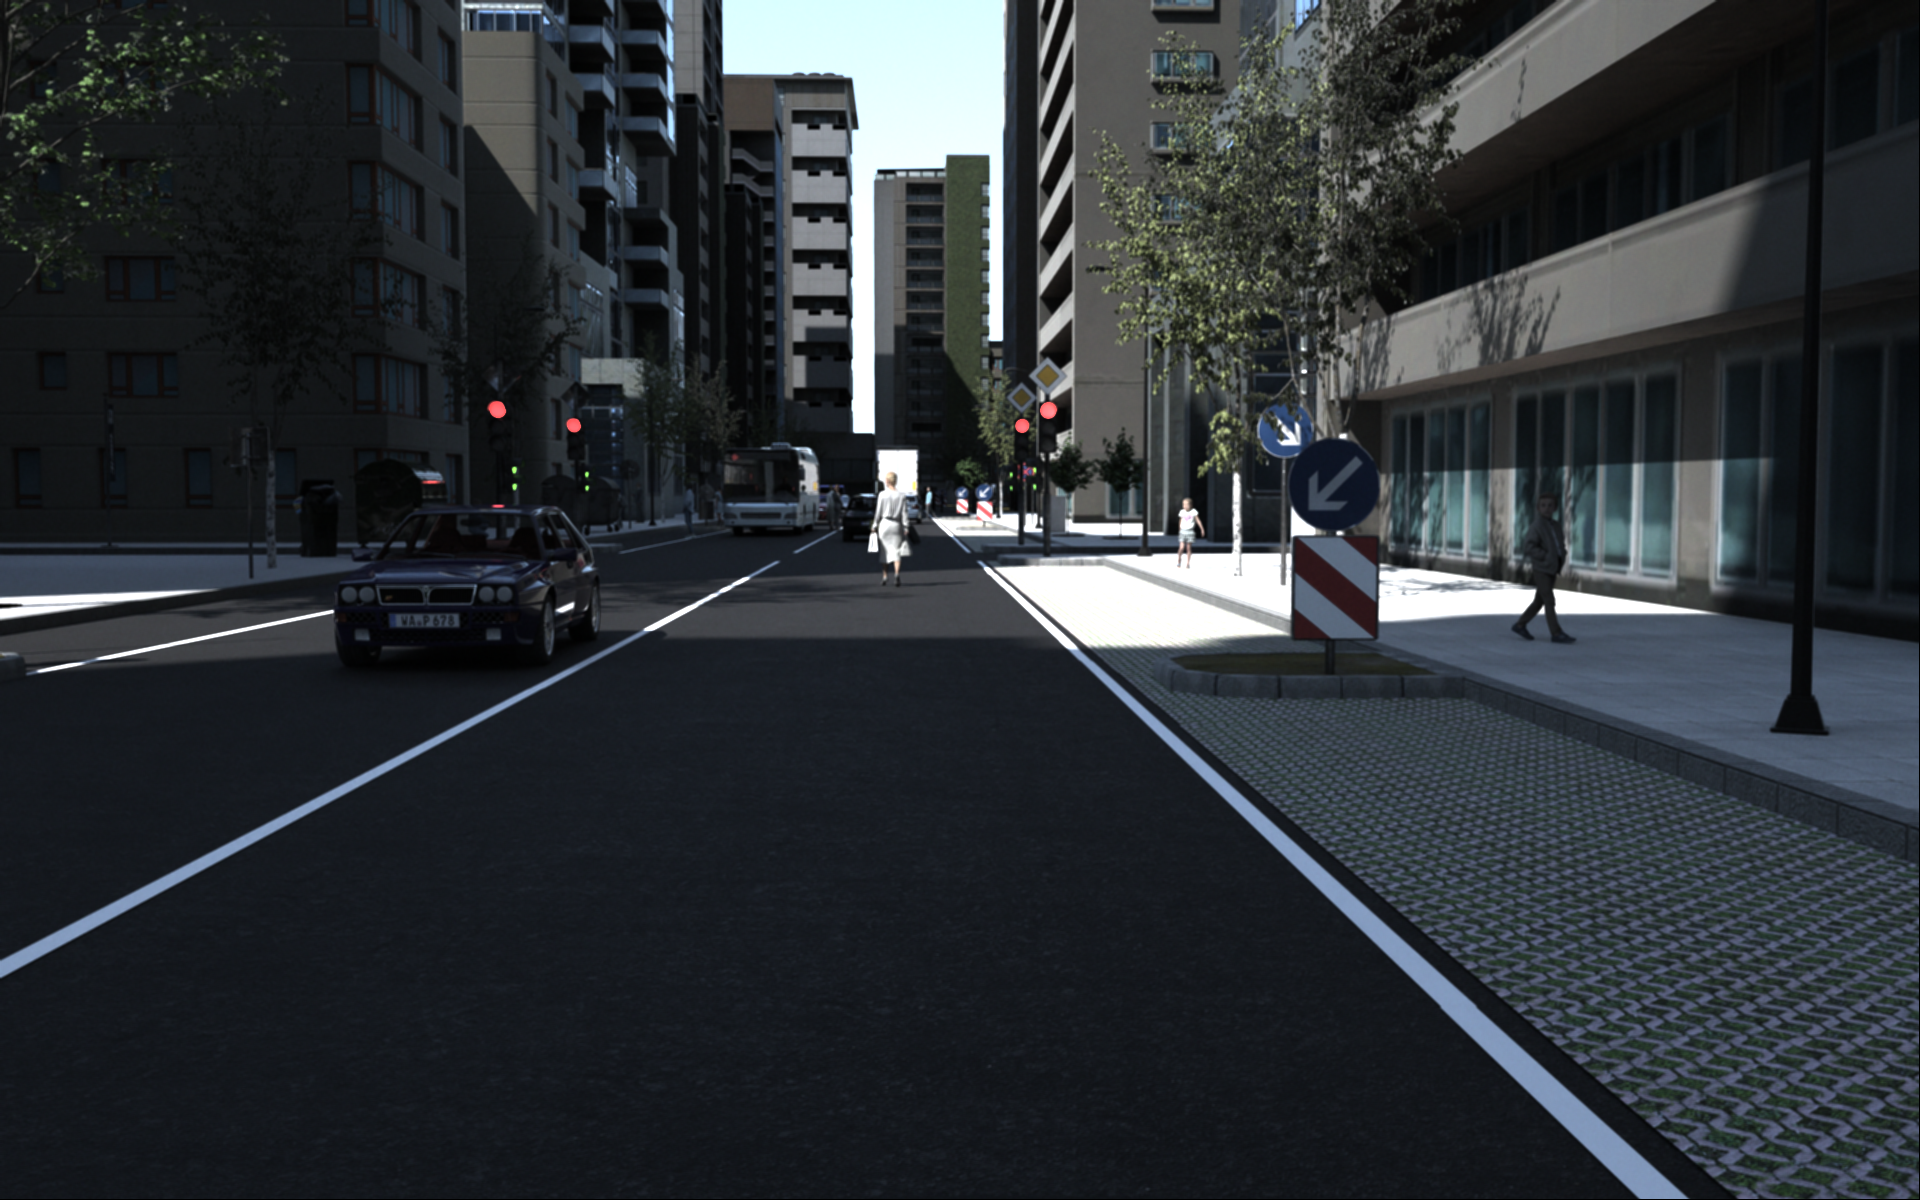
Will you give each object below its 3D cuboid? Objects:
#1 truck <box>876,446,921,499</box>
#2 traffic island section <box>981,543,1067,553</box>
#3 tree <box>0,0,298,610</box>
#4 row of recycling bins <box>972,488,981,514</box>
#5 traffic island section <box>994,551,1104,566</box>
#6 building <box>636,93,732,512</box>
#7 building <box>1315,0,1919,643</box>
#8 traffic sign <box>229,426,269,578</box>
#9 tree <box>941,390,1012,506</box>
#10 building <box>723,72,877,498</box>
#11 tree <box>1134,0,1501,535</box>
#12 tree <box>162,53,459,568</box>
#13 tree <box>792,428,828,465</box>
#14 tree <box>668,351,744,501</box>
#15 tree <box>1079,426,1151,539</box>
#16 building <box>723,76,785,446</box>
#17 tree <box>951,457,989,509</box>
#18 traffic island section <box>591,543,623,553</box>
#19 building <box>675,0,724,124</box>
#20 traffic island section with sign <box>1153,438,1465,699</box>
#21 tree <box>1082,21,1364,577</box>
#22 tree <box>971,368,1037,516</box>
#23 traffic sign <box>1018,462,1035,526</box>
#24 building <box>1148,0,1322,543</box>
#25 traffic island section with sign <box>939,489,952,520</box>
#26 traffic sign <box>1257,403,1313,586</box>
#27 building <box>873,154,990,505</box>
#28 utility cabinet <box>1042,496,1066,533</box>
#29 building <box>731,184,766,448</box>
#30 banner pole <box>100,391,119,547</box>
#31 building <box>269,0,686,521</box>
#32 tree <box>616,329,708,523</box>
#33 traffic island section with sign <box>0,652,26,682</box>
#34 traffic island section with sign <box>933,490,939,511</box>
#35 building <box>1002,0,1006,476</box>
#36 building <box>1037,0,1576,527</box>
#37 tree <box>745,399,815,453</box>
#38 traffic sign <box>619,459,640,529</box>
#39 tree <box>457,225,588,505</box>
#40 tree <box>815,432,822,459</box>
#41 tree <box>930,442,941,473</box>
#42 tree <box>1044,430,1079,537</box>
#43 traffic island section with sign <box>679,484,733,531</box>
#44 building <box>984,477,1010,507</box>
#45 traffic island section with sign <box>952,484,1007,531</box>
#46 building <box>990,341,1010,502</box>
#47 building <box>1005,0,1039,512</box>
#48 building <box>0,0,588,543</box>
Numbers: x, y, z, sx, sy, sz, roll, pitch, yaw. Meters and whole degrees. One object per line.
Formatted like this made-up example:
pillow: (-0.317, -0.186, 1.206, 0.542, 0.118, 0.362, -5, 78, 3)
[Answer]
truck: (-3.759, -7.163, 106.020, 2.839, 4.237, 11.283, 0, 4, -2)
traffic island section: (1.564, -1.305, 43.617, 2.009, 0.180, 2.903, 0, 4, -2)
tree: (-11.000, -5.705, 19.035, 9.928, 11.665, 9.643, 0, 3, 0)
row of recycling bins: (1.238, -6.584, 114.754, 1.069, 1.692, 3.534, 0, 4, -3)
traffic island section: (1.810, -0.817, 35.636, 2.009, 0.180, 2.903, 0, 4, -2)
building: (-24.615, -21.622, 125.215, 14.160, 30.474, 14.107, 0, 4, -2)
building: (17.679, -24.309, 21.158, 21.300, 48.544, 21.600, 0, 4, -2)
traffic sign: (-10.766, -1.475, 26.250, 0.606, 2.300, 0.079, 0, 4, 2)
tree: (1.780, -10.499, 122.024, 4.360, 8.622, 3.978, 0, 3, 0)
building: (-24.545, -38.420, 217.410, 27.495, 52.752, 28.713, 0, 4, -2)
tree: (4.492, -4.316, 20.930, 4.360, 8.622, 3.978, 0, 3, 0)
tree: (-11.829, -4.869, 29.976, 4.360, 8.622, 3.978, 0, 3, 0)
tree: (-17.195, -14.894, 193.884, 4.360, 8.622, 3.978, 0, 3, 0)
tree: (-12.994, -8.474, 88.920, 4.360, 8.622, 3.978, 0, 3, 0)
tree: (4.705, -3.349, 49.360, 1.663, 3.219, 1.824, 0, 3, 0)
building: (-26.200, -32.603, 183.167, 14.200, 45.320, 14.600, 0, 4, -2)
tree: (0.837, -10.107, 148.960, 4.285, 4.588, 4.351, 0, 3, 0)
traffic island section: (-9.572, -1.284, 43.281, 2.009, 0.180, 2.903, 0, 4, -2)
building: (-27.807, -42.998, 141.273, 20.563, 71.187, 20.611, 0, 4, -2)
traffic island section with sign: (2.508, -0.267, 12.987, 1.989, 1.847, 2.006, 0, 4, -2)
tree: (4.069, -4.668, 26.678, 4.737, 8.622, 4.395, 0, 3, 0)
tree: (2.560, -9.194, 100.690, 4.737, 8.622, 4.395, 0, 3, 0)
traffic sign: (2.625, -4.245, 69.505, 0.768, 2.556, 0.104, 0, 4, 1)
building: (21.835, -45.378, 54.598, 31.000, 86.520, 22.319, 0, 4, -2)
traffic island section with sign: (-0.013, -5.292, 95.147, 1.989, 1.847, 2.006, 0, 4, -2)
traffic sign: (4.527, -1.472, 24.177, 0.768, 2.556, 0.104, 0, 4, 4)
building: (-3.540, -32.263, 211.089, 14.086, 41.232, 14.154, 0, 4, -2)
utility cabinet: (3.146, -2.860, 57.920, 0.306, 1.237, 1.020, 3, 4, 37)
building: (-25.635, -23.777, 160.455, 14.160, 30.474, 14.107, 0, 4, -2)
banner pole: (-20.722, -3.194, 42.234, 0.401, 3.779, 0.863, -1, 4, -10)
building: (-26.654, -47.857, 95.133, 22.319, 86.520, 31.000, 0, 4, -2)
tree: (-13.197, -7.734, 76.810, 4.737, 8.622, 4.395, 0, 3, 0)
traffic island section with sign: (-8.306, -0.271, 13.053, 1.989, 1.847, 2.006, 0, 4, -2)
traffic island section with sign: (-1.558, -8.361, 145.334, 1.989, 1.847, 2.006, 0, 4, -2)
building: (17.855, -34.496, 153.247, 28.713, 52.752, 27.495, 0, 4, -2)
building: (15.242, -28.176, 84.373, 21.300, 48.544, 21.600, 0, 4, -2)
tree: (-14.351, -11.003, 130.259, 4.737, 8.622, 4.395, 0, 3, 0)
traffic sign: (-12.151, -3.890, 63.701, 0.768, 2.556, 0.104, 0, 4, 2)
tree: (-12.250, -5.890, 46.670, 4.360, 8.622, 3.978, 0, 3, 0)
tree: (-14.994, -12.798, 159.609, 4.737, 8.622, 4.395, 0, 3, 0)
tree: (0.146, -13.229, 166.652, 4.360, 8.622, 3.978, 0, 3, 0)
tree: (3.418, -3.549, 52.627, 1.663, 3.219, 1.824, 0, 3, 0)
traffic island section with sign: (-10.028, -3.666, 68.574, 1.989, 1.847, 2.006, 0, 4, -2)
building: (18.629, -29.846, 179.863, 32.217, 40.220, 23.993, 0, 4, -2)
traffic island section with sign: (0.822, -3.644, 68.205, 1.989, 1.847, 2.006, 0, 4, -2)
building: (17.721, -22.906, 219.545, 28.899, 21.520, 27.650, 0, 4, -2)
building: (10.764, -29.500, 132.438, 14.600, 45.320, 14.200, 0, 4, -2)
building: (-29.351, -13.095, 59.138, 27.650, 21.520, 28.899, 0, 4, -2)
